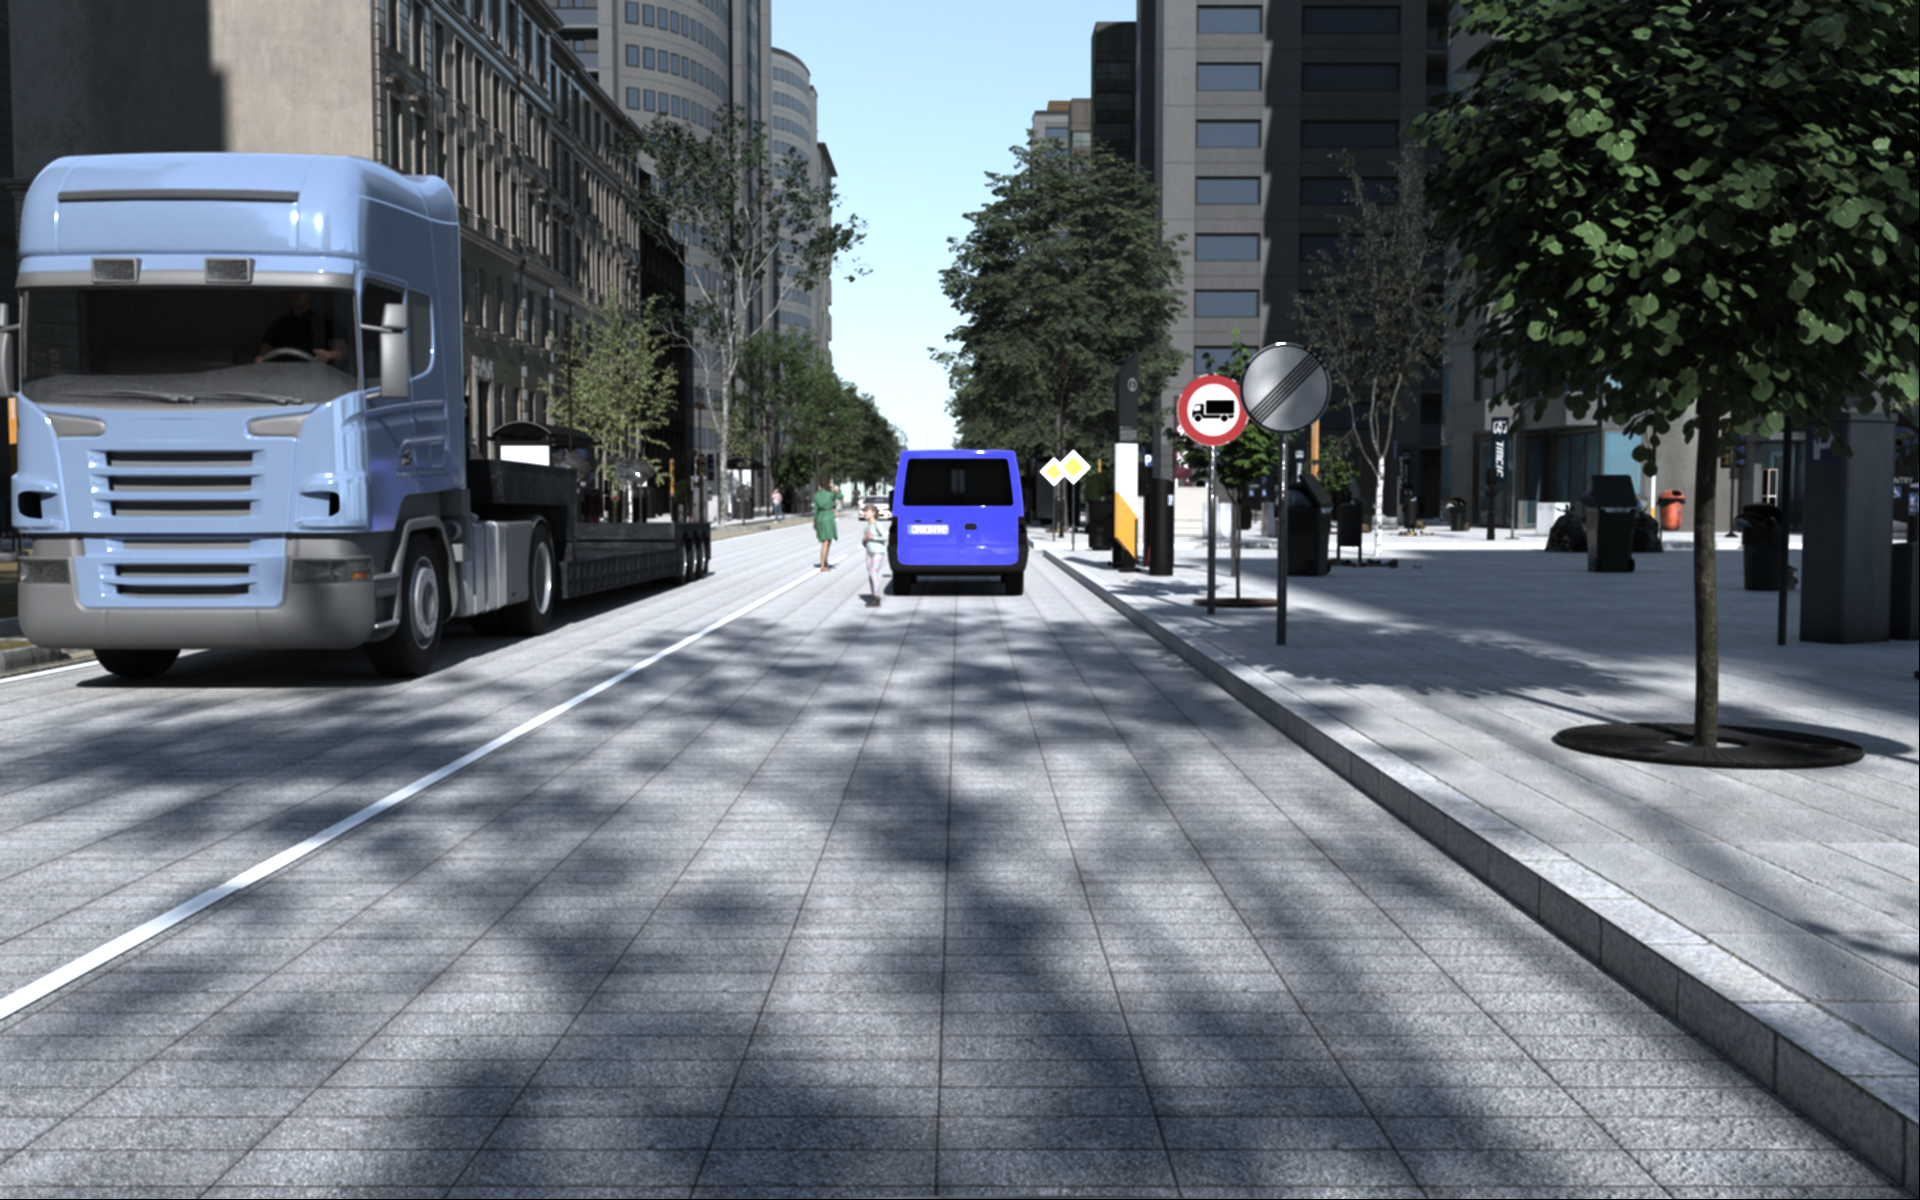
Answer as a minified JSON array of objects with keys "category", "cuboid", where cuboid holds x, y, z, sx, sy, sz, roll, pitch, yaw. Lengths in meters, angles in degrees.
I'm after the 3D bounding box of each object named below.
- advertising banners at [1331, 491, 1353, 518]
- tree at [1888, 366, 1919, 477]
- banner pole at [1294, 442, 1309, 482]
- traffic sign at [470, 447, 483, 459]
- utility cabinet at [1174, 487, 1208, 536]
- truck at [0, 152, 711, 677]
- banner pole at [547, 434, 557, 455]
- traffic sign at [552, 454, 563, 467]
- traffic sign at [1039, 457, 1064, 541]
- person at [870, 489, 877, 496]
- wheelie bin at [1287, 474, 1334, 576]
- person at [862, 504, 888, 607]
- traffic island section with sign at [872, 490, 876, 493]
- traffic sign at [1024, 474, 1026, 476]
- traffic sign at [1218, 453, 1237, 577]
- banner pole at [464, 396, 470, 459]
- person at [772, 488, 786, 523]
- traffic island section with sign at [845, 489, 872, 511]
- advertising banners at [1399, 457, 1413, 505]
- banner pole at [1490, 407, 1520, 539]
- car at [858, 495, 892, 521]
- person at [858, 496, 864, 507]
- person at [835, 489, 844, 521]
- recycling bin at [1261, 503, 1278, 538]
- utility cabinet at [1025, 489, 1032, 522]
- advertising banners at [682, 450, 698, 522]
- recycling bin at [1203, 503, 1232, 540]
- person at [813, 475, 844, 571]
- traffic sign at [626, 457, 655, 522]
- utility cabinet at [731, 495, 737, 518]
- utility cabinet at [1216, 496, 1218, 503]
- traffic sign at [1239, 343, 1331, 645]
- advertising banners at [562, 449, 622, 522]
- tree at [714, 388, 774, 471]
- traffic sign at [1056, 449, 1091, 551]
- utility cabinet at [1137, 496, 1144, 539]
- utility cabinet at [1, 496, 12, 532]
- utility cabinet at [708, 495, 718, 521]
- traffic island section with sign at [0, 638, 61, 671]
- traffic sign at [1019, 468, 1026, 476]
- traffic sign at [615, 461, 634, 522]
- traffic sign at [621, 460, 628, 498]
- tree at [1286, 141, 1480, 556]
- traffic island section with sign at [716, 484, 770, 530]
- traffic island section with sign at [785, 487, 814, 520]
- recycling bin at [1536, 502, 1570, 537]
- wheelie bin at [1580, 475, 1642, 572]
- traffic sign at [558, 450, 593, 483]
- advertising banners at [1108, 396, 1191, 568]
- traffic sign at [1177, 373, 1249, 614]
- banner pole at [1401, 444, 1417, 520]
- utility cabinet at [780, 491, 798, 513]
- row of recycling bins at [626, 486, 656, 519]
[{"category":"advertising banners","cuboid":[18.750,-5.569,87.242,2.074,3.025,0.090,0,4,3]},{"category":"tree","cuboid":[19.793,-5.128,34.208,4.737,8.622,4.395,0,3,0]},{"category":"banner pole","cuboid":[16.459,-5.699,83.189,0.863,3.779,0.401,1,4,20]},{"category":"traffic sign","cuboid":[-13.127,-2.825,46.294,0.768,2.556,0.104,0,4,3]},{"category":"utility cabinet","cuboid":[7.019,-2.708,52.949,1.173,1.500,0.318,1,4,16]},{"category":"truck","cuboid":[-5.449,-1.882,20.523,2.967,4.110,18.799,0,4,0]},{"category":"banner pole","cuboid":[-15.099,-4.530,64.083,0.401,3.779,0.863,-3,5,-42]},{"category":"traffic sign","cuboid":[-12.914,-3.389,55.509,0.768,2.556,0.104,1,4,10]},{"category":"traffic sign","cuboid":[2.544,-2.647,46.920,0.795,2.450,0.064,0,3,0]},{"category":"person","cuboid":[-6.803,-7.902,137.712,1.348,1.821,0.705,-2,4,-33]},{"category":"wheelie bin","cuboid":[5.446,-1.184,27.274,0.693,1.594,0.980,2,4,31]},{"category":"person","cuboid":[-1.112,-0.570,22.105,0.425,1.301,0.394,2,4,32]},{"category":"traffic island section with sign","cuboid":[-8.687,-10.116,174.017,1.989,1.847,2.006,0,3,0]},{"category":"traffic sign","cuboid":[4.168,-6.378,104.386,0.768,2.556,0.104,0,4,4]},{"category":"traffic sign","cuboid":[4.242,-1.631,26.770,0.768,2.556,0.104,1,4,9]},{"category":"banner pole","cuboid":[-11.358,-2.981,38.761,0.863,3.779,0.401,0,4,-2]},{"category":"person","cuboid":[-9.008,-4.721,86.272,0.643,1.750,0.593,2,4,34]},{"category":"traffic island section with sign","cuboid":[-8.685,-8.438,146.586,1.989,1.847,2.006,0,3,0]},{"category":"advertising banners","cuboid":[21.116,-5.251,82.050,0.090,3.025,2.074,2,4,32]},{"category":"banner pole","cuboid":[15.595,-3.641,49.545,0.863,3.779,0.401,1,4,22]},{"category":"car","cuboid":[-4.501,-5.072,95.286,2.083,1.381,4.827,0,4,2]},{"category":"person","cuboid":[-6.341,-5.990,110.708,0.425,1.301,0.394,-1,4,-10]},{"category":"person","cuboid":[-6.500,-5.126,93.321,0.522,1.701,0.512,1,4,11]},{"category":"recycling bin","cuboid":[9.380,-2.374,51.368,0.722,1.027,0.722,0,4,-7]},{"category":"utility cabinet","cuboid":[2.942,-4.319,79.294,0.318,1.500,1.173,1,4,22]},{"category":"advertising banners","cuboid":[-10.681,-4.433,68.660,0.090,3.025,2.074,0,4,8]},{"category":"recycling bin","cuboid":[7.404,-2.249,49.320,0.722,1.027,0.722,3,5,45]},{"category":"person","cuboid":[-2.532,-1.450,32.449,0.600,1.795,0.529,2,4,23]},{"category":"traffic sign","cuboid":[-8.651,-2.648,46.939,0.795,2.450,0.064,0,3,0]},{"category":"utility cabinet","cuboid":[-11.917,-4.916,91.536,0.306,1.237,1.020,0,4,-5]},{"category":"utility cabinet","cuboid":[10.335,-3.760,72.629,1.020,1.237,0.306,-2,4,-27]},{"category":"traffic sign","cuboid":[2.739,-0.892,14.688,0.768,2.556,0.104,0,4,2]},{"category":"advertising banners","cuboid":[-11.563,-3.567,54.503,2.074,3.025,0.090,-2,4,-29]},{"category":"tree","cuboid":[-15.023,-10.254,118.007,4.737,8.622,4.395,0,3,0]},{"category":"traffic sign","cuboid":[2.544,-2.159,38.935,0.795,2.450,0.064,0,3,0]},{"category":"utility cabinet","cuboid":[5.204,-2.369,49.903,1.020,1.237,0.306,-2,4,-25]},{"category":"utility cabinet","cuboid":[-32.263,-2.927,59.020,0.306,1.237,1.020,2,4,33]},{"category":"utility cabinet","cuboid":[-11.643,-4.363,82.489,1.020,1.237,0.306,-1,4,-17]},{"category":"traffic island section with sign","cuboid":[-8.685,-0.348,14.315,1.989,1.847,2.006,0,3,0]},{"category":"traffic sign","cuboid":[3.553,-7.719,120.085,2.265,3.308,0.079,1,4,8]},{"category":"traffic sign","cuboid":[-10.312,-3.129,53.284,0.606,2.300,0.079,0,4,2]},{"category":"traffic sign","cuboid":[-12.428,-3.918,64.162,0.768,2.556,0.104,0,4,7]},{"category":"tree","cuboid":[8.711,-5.231,35.885,4.360,8.622,3.978,0,3,0]},{"category":"traffic island section with sign","cuboid":[-8.679,-3.727,69.572,1.989,1.847,2.006,0,3,0]},{"category":"traffic island section with sign","cuboid":[-8.687,-5.376,96.527,1.989,1.847,2.006,0,3,0]},{"category":"recycling bin","cuboid":[17.899,-2.430,52.288,0.722,1.027,0.722,-3,4,-37]},{"category":"wheelie bin","cuboid":[10.697,-1.265,28.584,0.980,1.594,0.693,0,4,0]},{"category":"traffic sign","cuboid":[-8.650,-2.160,38.954,0.795,2.450,0.064,0,3,0]},{"category":"advertising banners","cuboid":[3.404,-2.099,30.506,2.074,3.025,0.090,-3,4,-38]},{"category":"traffic sign","cuboid":[2.682,-1.120,18.411,0.768,2.556,0.104,0,4,3]},{"category":"banner pole","cuboid":[22.376,-5.890,86.324,0.863,3.779,0.401,0,4,1]},{"category":"utility cabinet","cuboid":[-11.741,-6.736,118.806,1.173,1.500,0.318,-2,4,-30]},{"category":"row of recycling bins","cuboid":[-16.742,-5.132,91.013,1.069,1.692,3.534,0,4,5]}]
